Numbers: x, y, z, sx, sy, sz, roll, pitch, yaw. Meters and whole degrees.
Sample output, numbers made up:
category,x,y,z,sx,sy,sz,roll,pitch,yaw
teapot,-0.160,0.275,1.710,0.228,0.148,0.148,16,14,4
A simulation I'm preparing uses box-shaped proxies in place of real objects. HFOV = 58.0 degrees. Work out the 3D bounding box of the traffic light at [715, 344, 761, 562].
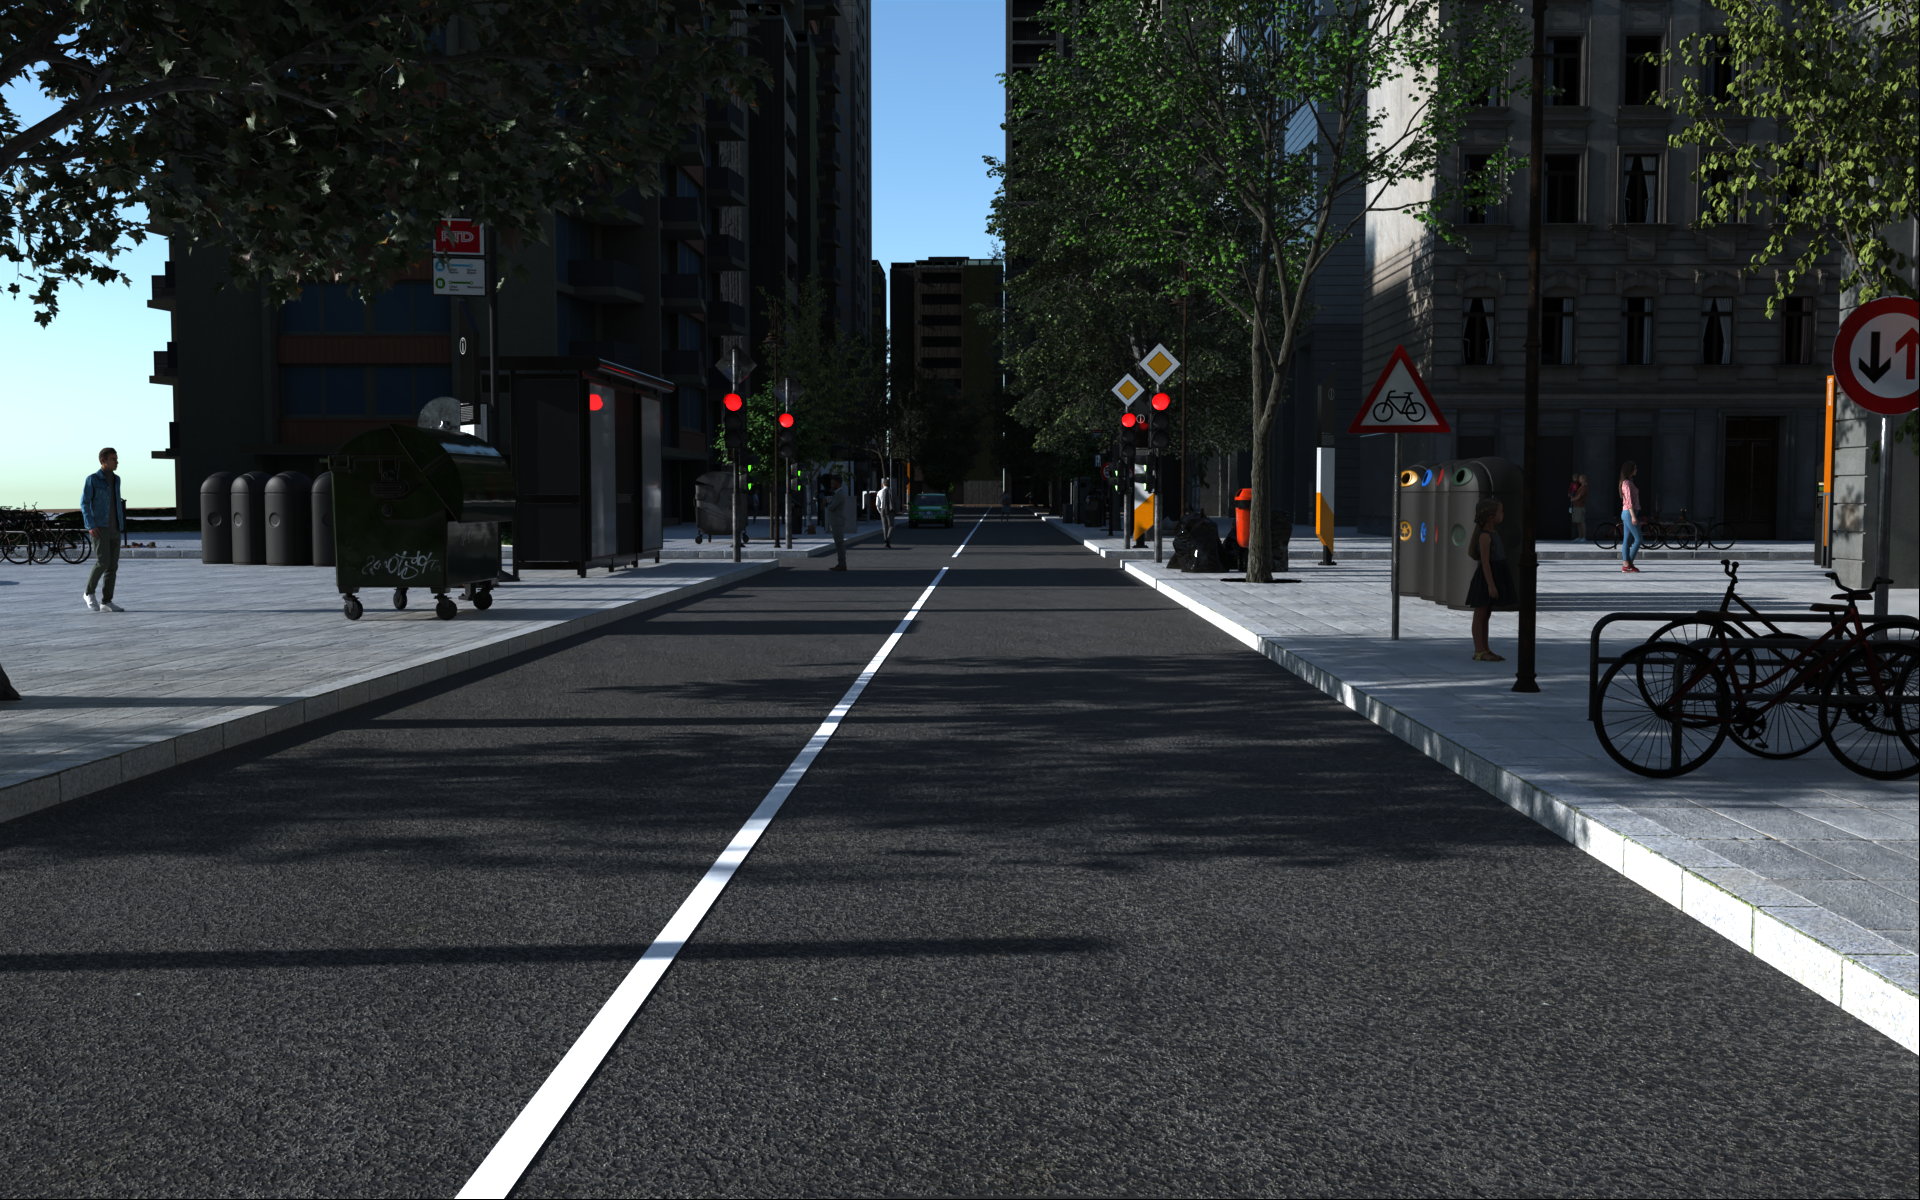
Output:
category,x,y,z,sx,sy,sz,roll,pitch,yaw
traffic light,-4.174,-2.661,32.432,0.839,4.253,0.868,0,4,1

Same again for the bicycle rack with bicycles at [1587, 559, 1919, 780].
category,x,y,z,sx,sy,sz,roll,pitch,yaw
bicycle rack with bicycles,4.470,0.290,8.637,2.925,0.926,2.852,1,4,9

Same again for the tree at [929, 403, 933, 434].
category,x,y,z,sx,sy,sz,roll,pitch,yaw
tree,-3.777,-10.248,117.921,4.360,8.622,3.978,0,3,0

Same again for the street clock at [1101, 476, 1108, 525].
category,x,y,z,sx,sy,sz,roll,pitch,yaw
street clock,5.897,-4.060,70.956,0.358,2.002,0.471,0,4,6

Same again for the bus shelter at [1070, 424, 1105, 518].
category,x,y,z,sx,sy,sz,roll,pitch,yaw
bus shelter,6.960,-7.150,94.528,2.179,5.291,8.768,0,4,1

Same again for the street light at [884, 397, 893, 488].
category,x,y,z,sx,sy,sz,roll,pitch,yaw
street light,-3.375,-6.724,82.726,0.468,5.910,1.993,0,4,1

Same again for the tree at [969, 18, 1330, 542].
category,x,y,z,sx,sy,sz,roll,pitch,yaw
tree,5.138,-8.567,46.719,9.857,13.997,8.962,0,3,0

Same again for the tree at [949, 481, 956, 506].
category,x,y,z,sx,sy,sz,roll,pitch,yaw
tree,-0.954,-12.161,193.433,1.663,3.219,1.824,0,3,0

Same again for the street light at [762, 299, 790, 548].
category,x,y,z,sx,sy,sz,roll,pitch,yaw
street light,-4.363,-4.185,41.208,0.468,5.910,1.993,0,4,1

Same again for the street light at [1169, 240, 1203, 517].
category,x,y,z,sx,sy,sz,roll,pitch,yaw
street light,4.106,-3.602,31.680,0.468,5.910,1.993,0,4,1

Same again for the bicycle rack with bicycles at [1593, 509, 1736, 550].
category,x,y,z,sx,sy,sz,roll,pitch,yaw
bicycle rack with bicycles,16.543,-1.652,40.400,2.925,0.926,2.852,2,4,33

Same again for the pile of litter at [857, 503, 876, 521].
category,x,y,z,sx,sy,sz,roll,pitch,yaw
pile of litter,-4.784,-4.173,82.196,1.719,0.858,1.176,-1,4,-9

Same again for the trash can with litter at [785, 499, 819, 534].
category,x,y,z,sx,sy,sz,roll,pitch,yaw
trash can with litter,-5.028,-2.681,55.228,1.055,1.170,0.624,-1,4,-9

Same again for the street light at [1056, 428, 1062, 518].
category,x,y,z,sx,sy,sz,roll,pitch,yaw
street light,5.490,-7.433,94.324,0.468,5.910,1.993,0,4,1

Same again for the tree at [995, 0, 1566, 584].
category,x,y,z,sx,sy,sz,roll,pitch,yaw
tree,4.536,-6.063,24.889,9.928,11.665,9.643,0,3,0

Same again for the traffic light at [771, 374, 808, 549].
category,x,y,z,sx,sy,sz,roll,pitch,yaw
traffic light,-3.987,-3.150,40.415,0.839,4.253,0.868,0,4,1

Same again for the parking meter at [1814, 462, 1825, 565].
category,x,y,z,sx,sy,sz,roll,pitch,yaw
parking meter,15.566,-1.556,31.146,0.255,1.863,0.399,3,5,41

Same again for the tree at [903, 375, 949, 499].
category,x,y,z,sx,sy,sz,roll,pitch,yaw
tree,-1.427,-16.967,184.062,9.857,13.997,8.962,0,3,0

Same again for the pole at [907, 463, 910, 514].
category,x,y,z,sx,sy,sz,roll,pitch,yaw
pole,-3.340,-7.313,113.402,0.158,3.312,0.155,0,3,0

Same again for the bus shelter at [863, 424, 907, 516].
category,x,y,z,sx,sy,sz,roll,pitch,yaw
bus shelter,-4.433,-7.645,102.627,2.179,5.291,8.768,0,4,1

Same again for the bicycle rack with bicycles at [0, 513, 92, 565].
category,x,y,z,sx,sy,sz,roll,pitch,yaw
bicycle rack with bicycles,-17.249,-1.148,32.149,2.925,0.926,2.852,1,4,18

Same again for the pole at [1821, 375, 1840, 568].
category,x,y,z,sx,sy,sz,roll,pitch,yaw
pole,15.011,-2.202,29.849,0.158,3.312,0.155,0,3,0

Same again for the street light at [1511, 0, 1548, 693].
category,x,y,z,sx,sy,sz,roll,pitch,yaw
street light,3.682,-2.343,11.090,0.468,5.910,1.993,0,4,1

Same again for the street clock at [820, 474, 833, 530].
category,x,y,z,sx,sy,sz,roll,pitch,yaw
street clock,-4.667,-3.456,61.081,0.471,2.002,0.358,-3,5,-39

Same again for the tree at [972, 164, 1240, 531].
category,x,y,z,sx,sy,sz,roll,pitch,yaw
tree,5.396,-9.171,60.319,12.009,13.543,11.850,0,3,0

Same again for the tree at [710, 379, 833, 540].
category,x,y,z,sx,sy,sz,roll,pitch,yaw
tree,-5.413,-3.995,49.038,4.285,4.588,4.351,0,3,0

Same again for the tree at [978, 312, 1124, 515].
category,x,y,z,sx,sy,sz,roll,pitch,yaw
tree,5.793,-11.535,105.612,9.611,12.733,9.660,0,3,0

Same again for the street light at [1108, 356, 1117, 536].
category,x,y,z,sx,sy,sz,roll,pitch,yaw
street light,4.641,-4.915,53.145,0.468,5.910,1.993,0,4,1

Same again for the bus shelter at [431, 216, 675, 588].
category,x,y,z,sx,sy,sz,roll,pitch,yaw
bus shelter,-6.480,-3.067,27.777,2.179,5.291,8.768,0,4,1

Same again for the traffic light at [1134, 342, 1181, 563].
category,x,y,z,sx,sy,sz,roll,pitch,yaw
traffic light,3.685,-2.651,32.264,0.839,4.253,0.868,0,4,1

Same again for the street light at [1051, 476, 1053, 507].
category,x,y,z,sx,sy,sz,roll,pitch,yaw
street light,6.113,-8.699,115.011,0.468,5.910,1.993,0,4,1

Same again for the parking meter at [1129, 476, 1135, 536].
category,x,y,z,sx,sy,sz,roll,pitch,yaw
parking meter,5.372,-2.910,53.285,0.399,1.863,0.255,-2,4,-34

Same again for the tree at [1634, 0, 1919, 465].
category,x,y,z,sx,sy,sz,roll,pitch,yaw
tree,8.019,-3.924,14.527,4.737,8.622,4.395,0,3,0

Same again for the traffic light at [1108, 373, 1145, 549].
category,x,y,z,sx,sy,sz,roll,pitch,yaw
traffic light,3.873,-3.139,40.247,0.839,4.253,0.868,0,4,1

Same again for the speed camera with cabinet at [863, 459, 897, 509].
category,x,y,z,sx,sy,sz,roll,pitch,yaw
speed camera with cabinet,-4.504,-6.273,96.899,2.038,3.252,0.660,3,4,36

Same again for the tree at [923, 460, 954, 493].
category,x,y,z,sx,sy,sz,roll,pitch,yaw
tree,-2.026,-11.113,165.408,4.285,4.588,4.351,0,3,0

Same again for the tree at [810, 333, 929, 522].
category,x,y,z,sx,sy,sz,roll,pitch,yaw
tree,-4.408,-7.857,78.826,4.360,8.622,3.978,0,3,0

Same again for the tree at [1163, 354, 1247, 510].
category,x,y,z,sx,sy,sz,roll,pitch,yaw
tree,11.206,-7.994,81.060,4.737,8.622,4.395,0,3,0

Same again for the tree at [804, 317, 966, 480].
category,x,y,z,sx,sy,sz,roll,pitch,yaw
tree,-3.856,-9.557,90.666,8.767,10.594,7.601,-1,4,-18

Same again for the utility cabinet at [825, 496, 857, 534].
category,x,y,z,sx,sy,sz,roll,pitch,yaw
utility cabinet,-3.873,-2.756,56.223,1.020,1.237,0.306,-2,4,-28

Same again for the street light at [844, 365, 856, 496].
category,x,y,z,sx,sy,sz,roll,pitch,yaw
street light,-3.971,-5.465,62.140,0.468,5.910,1.993,0,4,1

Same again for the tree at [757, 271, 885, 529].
category,x,y,z,sx,sy,sz,roll,pitch,yaw
tree,-4.897,-6.539,57.277,4.737,8.622,4.395,0,3,0

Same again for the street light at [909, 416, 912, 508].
category,x,y,z,sx,sy,sz,roll,pitch,yaw
street light,-2.942,-7.983,103.315,0.468,5.910,1.993,0,4,1

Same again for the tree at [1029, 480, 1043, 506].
category,x,y,z,sx,sy,sz,roll,pitch,yaw
tree,8.019,-11.878,188.809,1.663,3.219,1.824,0,3,0

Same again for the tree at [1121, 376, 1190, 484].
category,x,y,z,sx,sy,sz,roll,pitch,yaw
tree,11.226,-8.918,96.164,4.360,8.622,3.978,0,3,0

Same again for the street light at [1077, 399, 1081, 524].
category,x,y,z,sx,sy,sz,roll,pitch,yaw
street light,5.067,-6.174,73.734,0.468,5.910,1.993,0,4,1

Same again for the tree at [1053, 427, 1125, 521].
category,x,y,z,sx,sy,sz,roll,pitch,yaw
tree,6.119,-6.003,81.868,4.285,4.588,4.351,0,3,0

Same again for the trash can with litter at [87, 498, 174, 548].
category,x,y,z,sx,sy,sz,roll,pitch,yaw
trash can with litter,-19.878,-1.850,41.311,2.233,1.210,1.678,1,4,16

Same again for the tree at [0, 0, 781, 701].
category,x,y,z,sx,sy,sz,roll,pitch,yaw
tree,-6.257,-5.707,10.324,9.611,12.733,9.660,0,3,0

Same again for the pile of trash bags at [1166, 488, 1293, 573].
category,x,y,z,sx,sy,sz,roll,pitch,yaw
pile of trash bags,4.520,-1.145,28.472,1.912,1.369,3.447,0,4,-1

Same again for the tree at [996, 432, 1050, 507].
category,x,y,z,sx,sy,sz,roll,pitch,yaw
tree,7.218,-15.614,173.416,7.486,12.596,7.792,0,3,0

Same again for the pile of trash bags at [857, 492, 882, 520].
category,x,y,z,sx,sy,sz,roll,pitch,yaw
pile of trash bags,-4.600,-4.684,86.336,1.912,1.369,3.447,-1,4,-16

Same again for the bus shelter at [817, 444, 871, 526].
category,x,y,z,sx,sy,sz,roll,pitch,yaw
bus shelter,-4.941,-4.806,72.499,2.014,3.302,5.546,0,4,2

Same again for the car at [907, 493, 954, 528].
category,x,y,z,sx,sy,sz,roll,pitch,yaw
car,-1.217,-3.961,73.564,1.959,1.807,4.718,0,4,2
